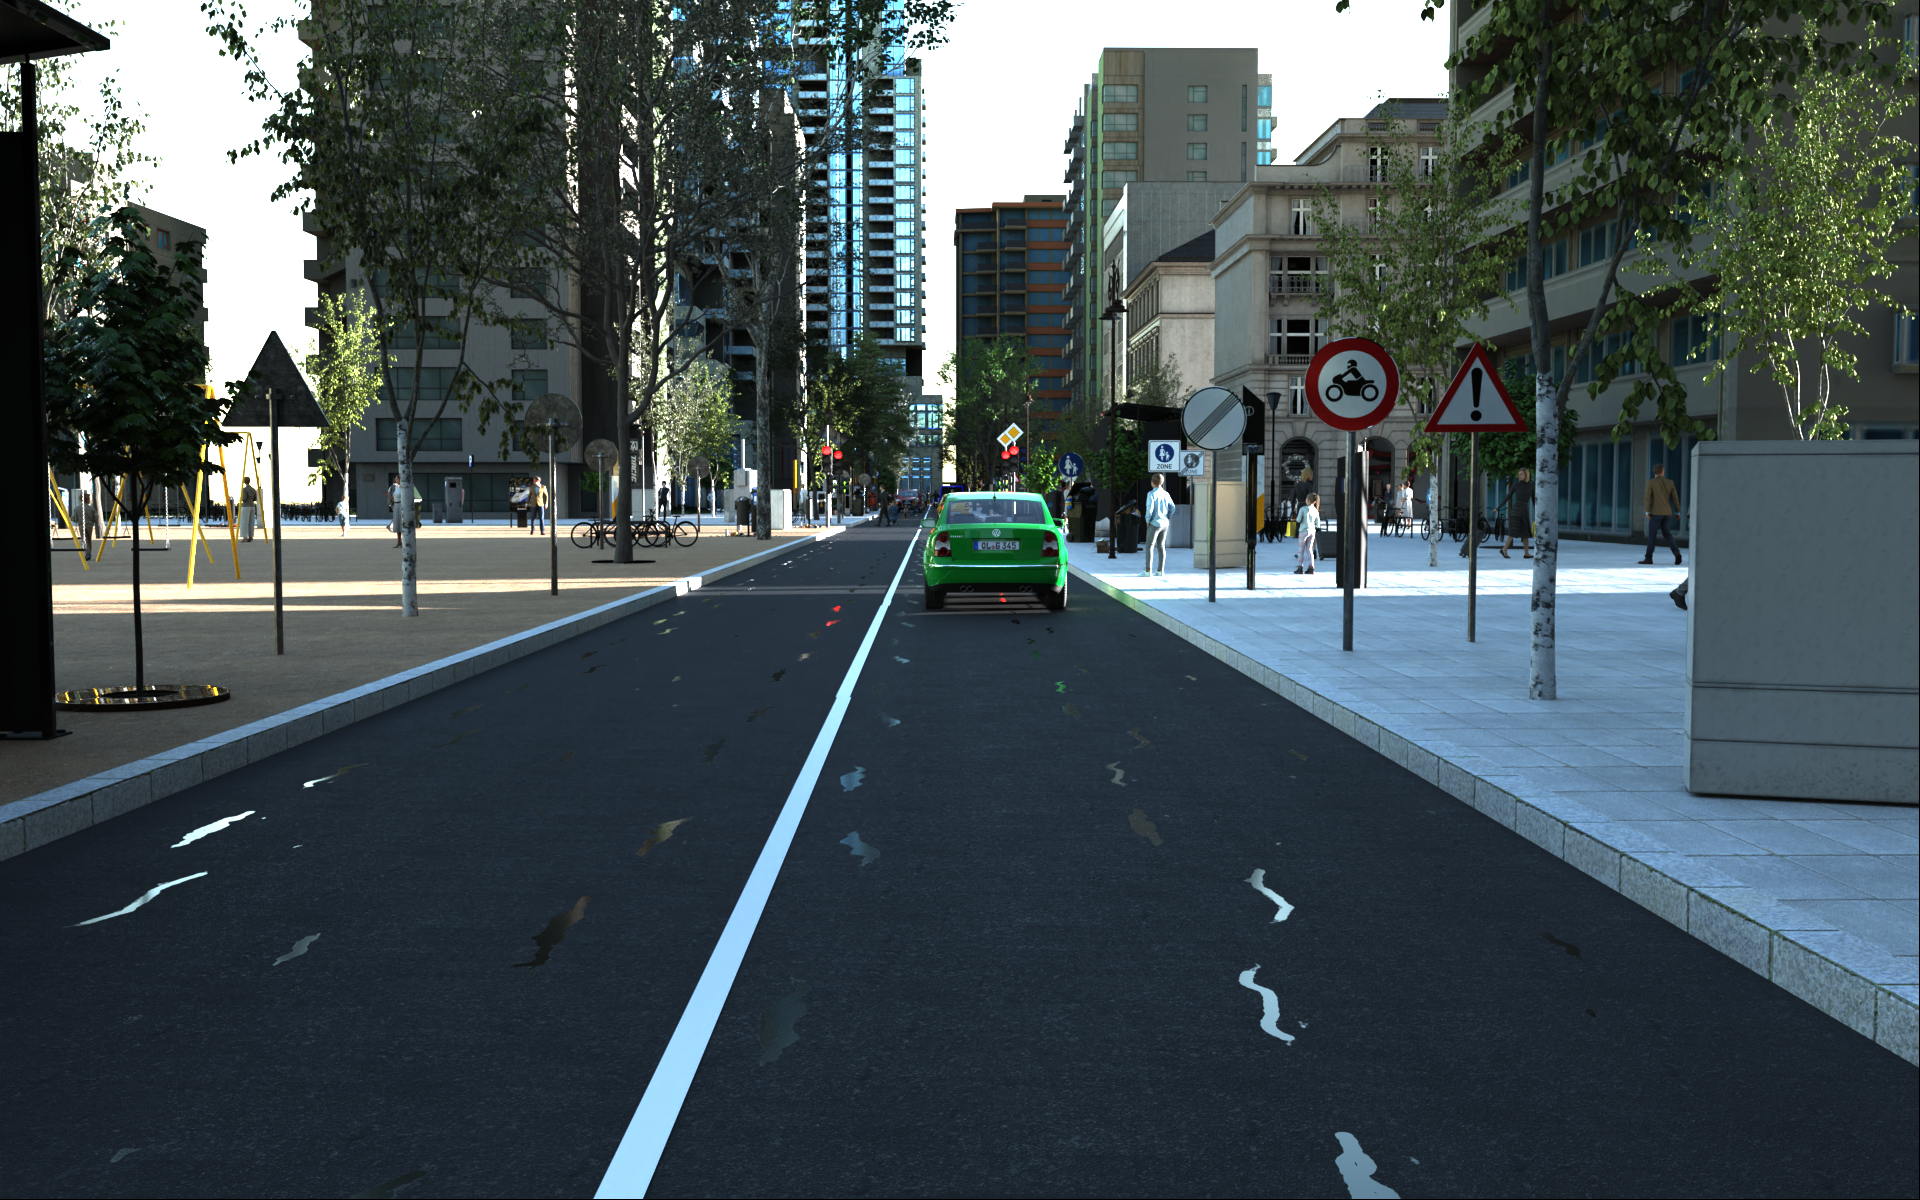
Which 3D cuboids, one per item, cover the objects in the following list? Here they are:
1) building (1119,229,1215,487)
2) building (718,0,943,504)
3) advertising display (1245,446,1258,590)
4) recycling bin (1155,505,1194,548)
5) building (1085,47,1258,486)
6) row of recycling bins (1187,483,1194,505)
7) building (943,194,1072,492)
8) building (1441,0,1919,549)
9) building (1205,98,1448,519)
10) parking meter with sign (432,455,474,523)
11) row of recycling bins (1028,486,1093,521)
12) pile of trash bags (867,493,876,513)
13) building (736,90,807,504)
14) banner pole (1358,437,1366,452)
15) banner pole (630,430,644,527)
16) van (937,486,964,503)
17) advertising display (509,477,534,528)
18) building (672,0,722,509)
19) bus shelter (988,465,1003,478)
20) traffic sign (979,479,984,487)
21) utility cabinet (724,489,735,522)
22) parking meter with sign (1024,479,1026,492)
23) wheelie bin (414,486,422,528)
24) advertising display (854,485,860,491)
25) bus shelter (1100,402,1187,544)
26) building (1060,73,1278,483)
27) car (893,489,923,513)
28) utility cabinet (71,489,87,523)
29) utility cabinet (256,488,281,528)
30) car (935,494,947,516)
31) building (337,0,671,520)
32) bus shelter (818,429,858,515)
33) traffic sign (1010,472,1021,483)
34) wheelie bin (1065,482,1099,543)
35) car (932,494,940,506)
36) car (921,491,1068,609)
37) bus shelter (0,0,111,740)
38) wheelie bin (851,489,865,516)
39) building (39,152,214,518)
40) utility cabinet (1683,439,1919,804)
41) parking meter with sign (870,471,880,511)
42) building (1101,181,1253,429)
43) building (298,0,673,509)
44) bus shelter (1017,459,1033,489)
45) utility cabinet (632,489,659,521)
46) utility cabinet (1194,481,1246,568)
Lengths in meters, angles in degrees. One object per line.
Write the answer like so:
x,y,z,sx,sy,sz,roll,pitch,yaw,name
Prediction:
17.461,-15.724,121.712,10.561,19.102,19.286,0,4,-1,building
-18.073,-57.632,254.958,31.000,86.520,22.319,0,4,-1,building
3.956,-1.121,23.537,0.123,1.923,0.974,0,4,8,advertising display
5.146,-1.769,41.476,0.722,1.027,0.722,-2,4,-26,recycling bin
19.708,-29.291,162.509,14.154,41.232,14.086,0,4,-1,building
8.584,-3.615,66.221,3.534,1.692,1.069,-1,4,-19,row of recycling bins
11.870,-36.768,255.772,28.867,44.769,22.147,0,4,-1,building
26.687,-25.794,45.433,21.300,48.544,21.600,0,4,-1,building
26.164,-15.380,93.255,24.055,21.916,13.314,0,4,-1,building
-22.405,-4.911,76.549,1.738,3.016,0.543,-2,4,-29,parking meter with sign
4.518,-4.278,77.066,3.534,1.692,1.069,3,4,37,row of recycling bins
-7.235,-6.621,118.013,3.447,1.369,1.912,-2,4,-34,pile of trash bags
-29.532,-35.527,204.569,21.600,48.544,21.300,0,4,-1,building
17.732,-5.287,76.466,0.401,3.779,0.863,3,5,41,banner pole
-12.724,-4.789,68.325,0.863,3.779,0.401,1,4,12,banner pole
-0.595,-7.493,126.895,2.240,2.365,5.245,0,4,-1,van
-16.760,-3.736,66.293,0.974,1.923,0.123,0,4,-2,advertising display
-29.572,-52.086,164.275,22.319,86.520,31.000,0,4,-1,building
3.166,-9.229,142.175,1.731,3.624,6.357,0,4,-1,bus shelter
1.895,-8.378,137.079,0.768,2.556,0.104,0,4,1,traffic sign
-10.486,-4.283,78.713,0.318,1.500,1.173,-1,4,-18,utility cabinet
3.264,-5.048,78.788,1.738,3.016,0.543,0,4,2,parking meter with sign
-20.630,-3.482,64.831,0.693,1.594,0.980,1,4,22,wheelie bin
-7.637,-7.613,129.682,0.974,1.923,0.123,2,4,29,advertising display
5.005,-3.436,47.456,1.731,3.624,6.357,0,4,-1,bus shelter
23.495,-35.513,200.240,23.786,49.044,30.456,0,4,-1,building
-3.961,-7.634,133.495,2.281,1.827,5.304,0,4,1,car
-38.638,-4.121,76.051,0.318,1.500,1.173,-1,4,-10,utility cabinet
-25.964,-3.445,65.011,0.318,1.500,1.173,0,4,8,utility cabinet
-0.348,-5.142,94.293,2.015,1.641,3.980,0,4,-3,car
-23.677,-19.618,92.453,14.160,30.474,14.107,0,4,-1,building
-7.780,-8.104,110.130,2.179,5.291,8.768,0,4,-1,bus shelter
2.467,-5.042,82.439,0.884,2.594,0.081,0,4,3,traffic sign
3.267,-2.328,45.972,0.980,1.594,0.693,-3,5,-41,wheelie bin
-2.467,-12.433,212.866,1.945,1.707,3.694,0,4,-2,car
0.441,-0.867,22.967,1.959,1.807,4.718,0,3,0,car
-5.199,-0.899,5.979,1.731,3.624,6.357,0,4,-1,bus shelter
-5.851,-5.617,99.747,0.693,1.594,0.980,1,4,10,wheelie bin
-63.295,-15.544,99.192,28.899,21.520,27.650,0,4,-1,building
3.689,0.088,7.248,1.173,1.500,0.318,1,4,18,utility cabinet
-6.425,-8.167,129.790,0.543,3.016,1.738,0,4,7,parking meter with sign
18.440,-19.762,141.128,12.078,24.808,19.932,0,4,-1,building
-31.676,-30.208,117.597,21.300,48.544,21.600,0,4,-1,building
4.008,-6.632,102.362,2.014,3.302,5.546,0,4,-1,bus shelter
-14.233,-4.261,78.344,1.173,1.500,0.318,0,4,-6,utility cabinet
4.503,-1.302,29.965,0.318,1.500,1.173,3,5,43,utility cabinet
